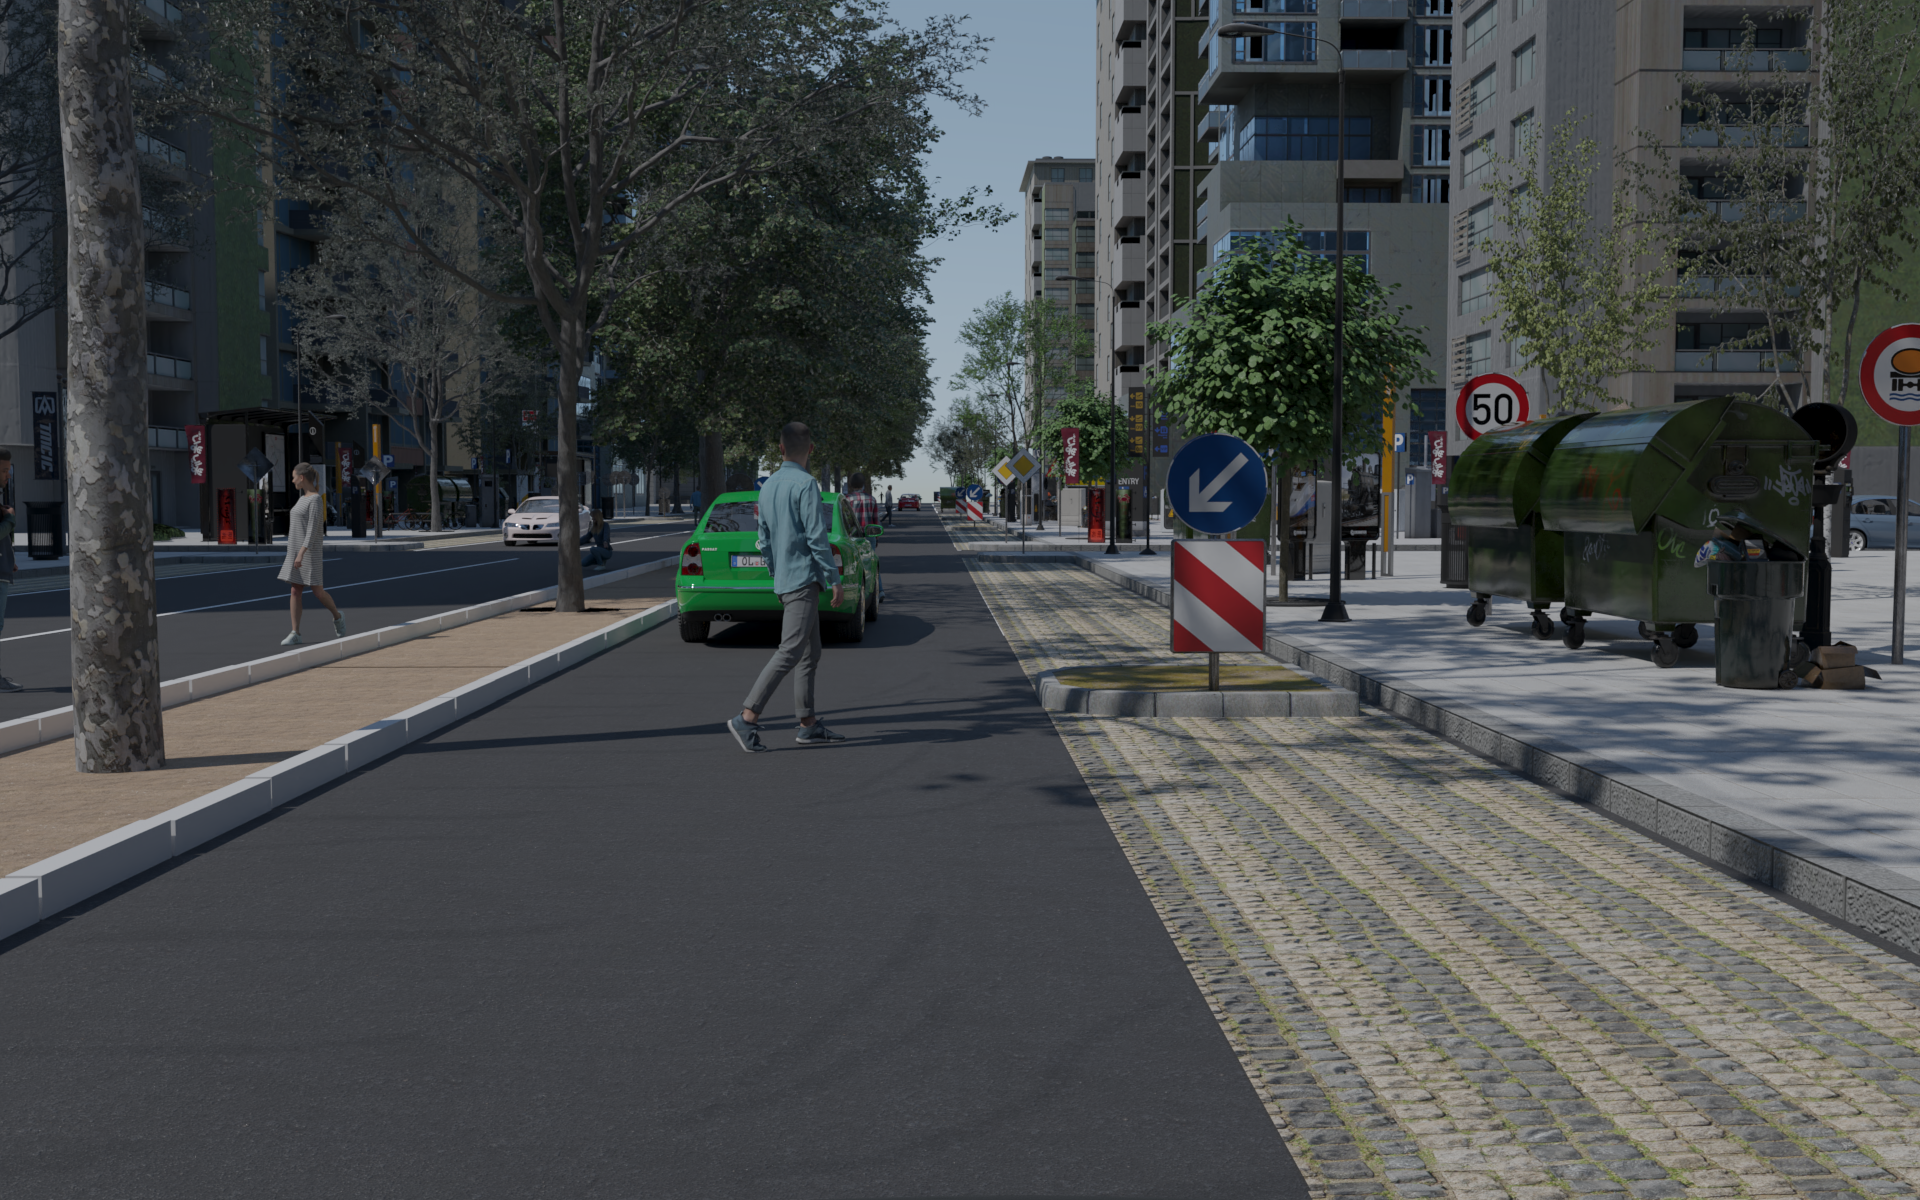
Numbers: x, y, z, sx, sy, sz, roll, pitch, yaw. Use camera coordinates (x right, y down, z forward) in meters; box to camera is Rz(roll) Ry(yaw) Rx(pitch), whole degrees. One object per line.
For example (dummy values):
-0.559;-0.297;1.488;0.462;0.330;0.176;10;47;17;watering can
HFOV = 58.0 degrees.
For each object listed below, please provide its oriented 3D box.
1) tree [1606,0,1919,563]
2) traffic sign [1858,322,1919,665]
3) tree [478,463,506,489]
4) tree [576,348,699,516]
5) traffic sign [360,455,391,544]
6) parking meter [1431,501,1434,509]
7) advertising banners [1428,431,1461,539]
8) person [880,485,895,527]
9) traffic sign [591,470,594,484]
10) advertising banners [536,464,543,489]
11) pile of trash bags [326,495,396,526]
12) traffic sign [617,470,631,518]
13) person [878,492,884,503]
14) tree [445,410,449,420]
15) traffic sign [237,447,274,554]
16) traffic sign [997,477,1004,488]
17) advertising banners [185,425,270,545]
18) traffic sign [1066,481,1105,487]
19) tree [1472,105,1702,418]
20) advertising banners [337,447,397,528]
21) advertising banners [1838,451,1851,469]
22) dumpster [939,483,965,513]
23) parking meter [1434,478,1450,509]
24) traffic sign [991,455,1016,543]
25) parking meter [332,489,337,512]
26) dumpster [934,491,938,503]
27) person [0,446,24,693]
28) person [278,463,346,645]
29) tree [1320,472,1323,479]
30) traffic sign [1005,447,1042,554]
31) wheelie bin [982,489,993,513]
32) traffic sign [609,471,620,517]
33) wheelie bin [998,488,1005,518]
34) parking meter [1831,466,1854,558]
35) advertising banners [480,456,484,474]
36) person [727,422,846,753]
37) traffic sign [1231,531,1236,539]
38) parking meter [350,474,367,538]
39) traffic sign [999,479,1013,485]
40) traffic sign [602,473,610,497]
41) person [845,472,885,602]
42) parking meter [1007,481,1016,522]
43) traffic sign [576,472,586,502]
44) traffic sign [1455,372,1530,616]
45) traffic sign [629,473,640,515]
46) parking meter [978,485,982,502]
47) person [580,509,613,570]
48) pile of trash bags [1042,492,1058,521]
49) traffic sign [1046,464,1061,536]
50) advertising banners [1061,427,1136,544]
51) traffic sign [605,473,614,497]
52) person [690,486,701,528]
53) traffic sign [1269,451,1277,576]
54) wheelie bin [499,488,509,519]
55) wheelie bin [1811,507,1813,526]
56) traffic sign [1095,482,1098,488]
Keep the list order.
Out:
10.345;-4.312;20.859;4.360;8.622;3.978;0;3;0;tree
7.063;-0.787;12.974;0.768;2.556;0.104;0;4;0;traffic sign
-28.454;-6.779;105.435;1.663;3.219;1.824;0;3;0;tree
-18.218;-10.155;100.438;8.767;10.594;7.601;-1;4;-9;tree
-15.136;-2.519;44.835;0.795;2.450;0.064;0;4;-1;traffic sign
17.274;-3.490;62.774;0.255;1.863;0.399;0;4;-7;parking meter
13.931;-3.152;47.718;2.074;3.025;0.090;1;4;9;advertising banners
-3.226;-4.159;76.344;0.795;1.843;0.661;0;4;3;person
-19.563;-5.581;91.349;0.768;2.556;0.104;0;4;4;traffic sign
-24.265;-6.500;102.458;0.090;3.025;2.074;3;4;37;advertising banners
-24.167;-3.630;69.110;3.447;1.369;1.912;0;4;7;pile of trash bags
-18.105;-5.705;93.386;0.768;2.556;0.104;0;4;2;traffic sign
-12.264;-15.990;269.963;1.348;1.821;0.705;3;5;42;person
-27.669;-9.166;100.224;4.360;8.622;3.978;0;3;0;tree
-14.980;-2.031;36.852;0.795;2.450;0.064;0;4;-1;traffic sign
2.391;-5.793;94.820;0.768;2.556;0.104;0;4;0;traffic sign
-18.485;-2.905;43.678;2.074;3.025;0.090;0;4;1;advertising banners
4.664;-3.907;57.759;2.265;3.308;0.079;0;4;8;traffic sign
11.624;-5.063;33.140;4.737;8.622;4.395;0;3;0;tree
-22.284;-4.216;65.125;2.074;3.025;0.090;-1;4;-15;advertising banners
24.235;-3.220;48.835;0.090;3.025;2.074;-2;4;-24;advertising banners
-0.598;-7.825;132.884;1.985;2.255;1.502;0;4;-2;dumpster
15.686;-3.084;56.131;0.399;1.863;0.255;-1;4;-9;parking meter
1.206;-2.538;45.131;0.795;2.450;0.064;0;4;-1;traffic sign
-25.504;-3.825;70.948;0.372;1.533;0.369;0;3;0;parking meter
-3.312;-16.325;275.132;1.865;1.857;1.264;0;4;1;dumpster
-7.001;-0.219;12.420;0.623;1.781;0.721;2;4;33;person
-6.264;-0.454;16.676;0.466;1.731;0.760;1;4;17;person
14.439;-4.348;65.693;1.663;3.219;1.824;0;3;0;tree
1.361;-2.049;37.148;0.795;2.450;0.064;0;4;-1;traffic sign
1.736;-6.672;116.993;0.980;1.594;0.693;0;4;6;wheelie bin
-18.858;-5.803;94.985;0.768;2.556;0.104;0;4;7;traffic sign
2.521;-5.179;92.590;0.980;1.594;0.693;-2;4;-24;wheelie bin
17.726;-1.785;34.903;0.255;1.863;0.399;-2;4;-31;parking meter
-21.852;-5.125;79.979;0.090;3.025;2.074;0;4;1;advertising banners
-0.994;-0.088;9.808;0.748;1.841;0.638;-1;4;-23;person
4.329;-1.667;27.366;0.768;2.556;0.104;0;4;7;traffic sign
-17.609;-2.753;50.730;0.399;1.863;0.255;1;4;23;parking meter
2.525;-5.778;94.576;0.768;2.556;0.104;0;4;7;traffic sign
-21.671;-6.515;106.631;0.768;2.556;0.104;0;4;2;traffic sign
-1.300;-0.828;22.872;0.563;1.720;0.643;-2;4;-30;person
2.317;-4.485;79.040;0.399;1.863;0.255;-3;4;-37;parking meter
-17.543;-4.759;79.936;0.606;2.300;0.079;0;4;2;traffic sign
5.585;-1.109;18.244;0.768;2.556;0.104;1;4;8;traffic sign
-20.076;-6.507;106.495;0.768;2.556;0.104;0;4;2;traffic sign
1.358;-6.742;115.946;0.255;1.863;0.399;0;4;5;parking meter
-6.832;-1.137;32.587;0.738;1.151;1.012;-3;5;-45;person
4.709;-4.579;84.623;1.912;1.369;3.447;-1;4;-20;pile of trash bags
3.044;-3.220;52.649;0.884;2.594;0.081;0;4;5;traffic sign
3.600;-3.000;45.235;2.074;3.025;0.090;2;4;24;advertising banners
-21.388;-6.496;106.316;0.768;2.556;0.104;0;4;2;traffic sign
-10.982;-3.892;72.474;0.601;1.785;0.444;1;4;13;person
4.929;-1.655;27.168;0.768;2.556;0.104;0;4;1;traffic sign
-23.325;-4.897;87.976;0.693;1.594;0.980;0;4;2;wheelie bin
36.100;-3.963;72.697;0.693;1.594;0.980;3;5;43;wheelie bin
4.283;-3.324;54.455;0.768;2.556;0.104;1;4;8;traffic sign
